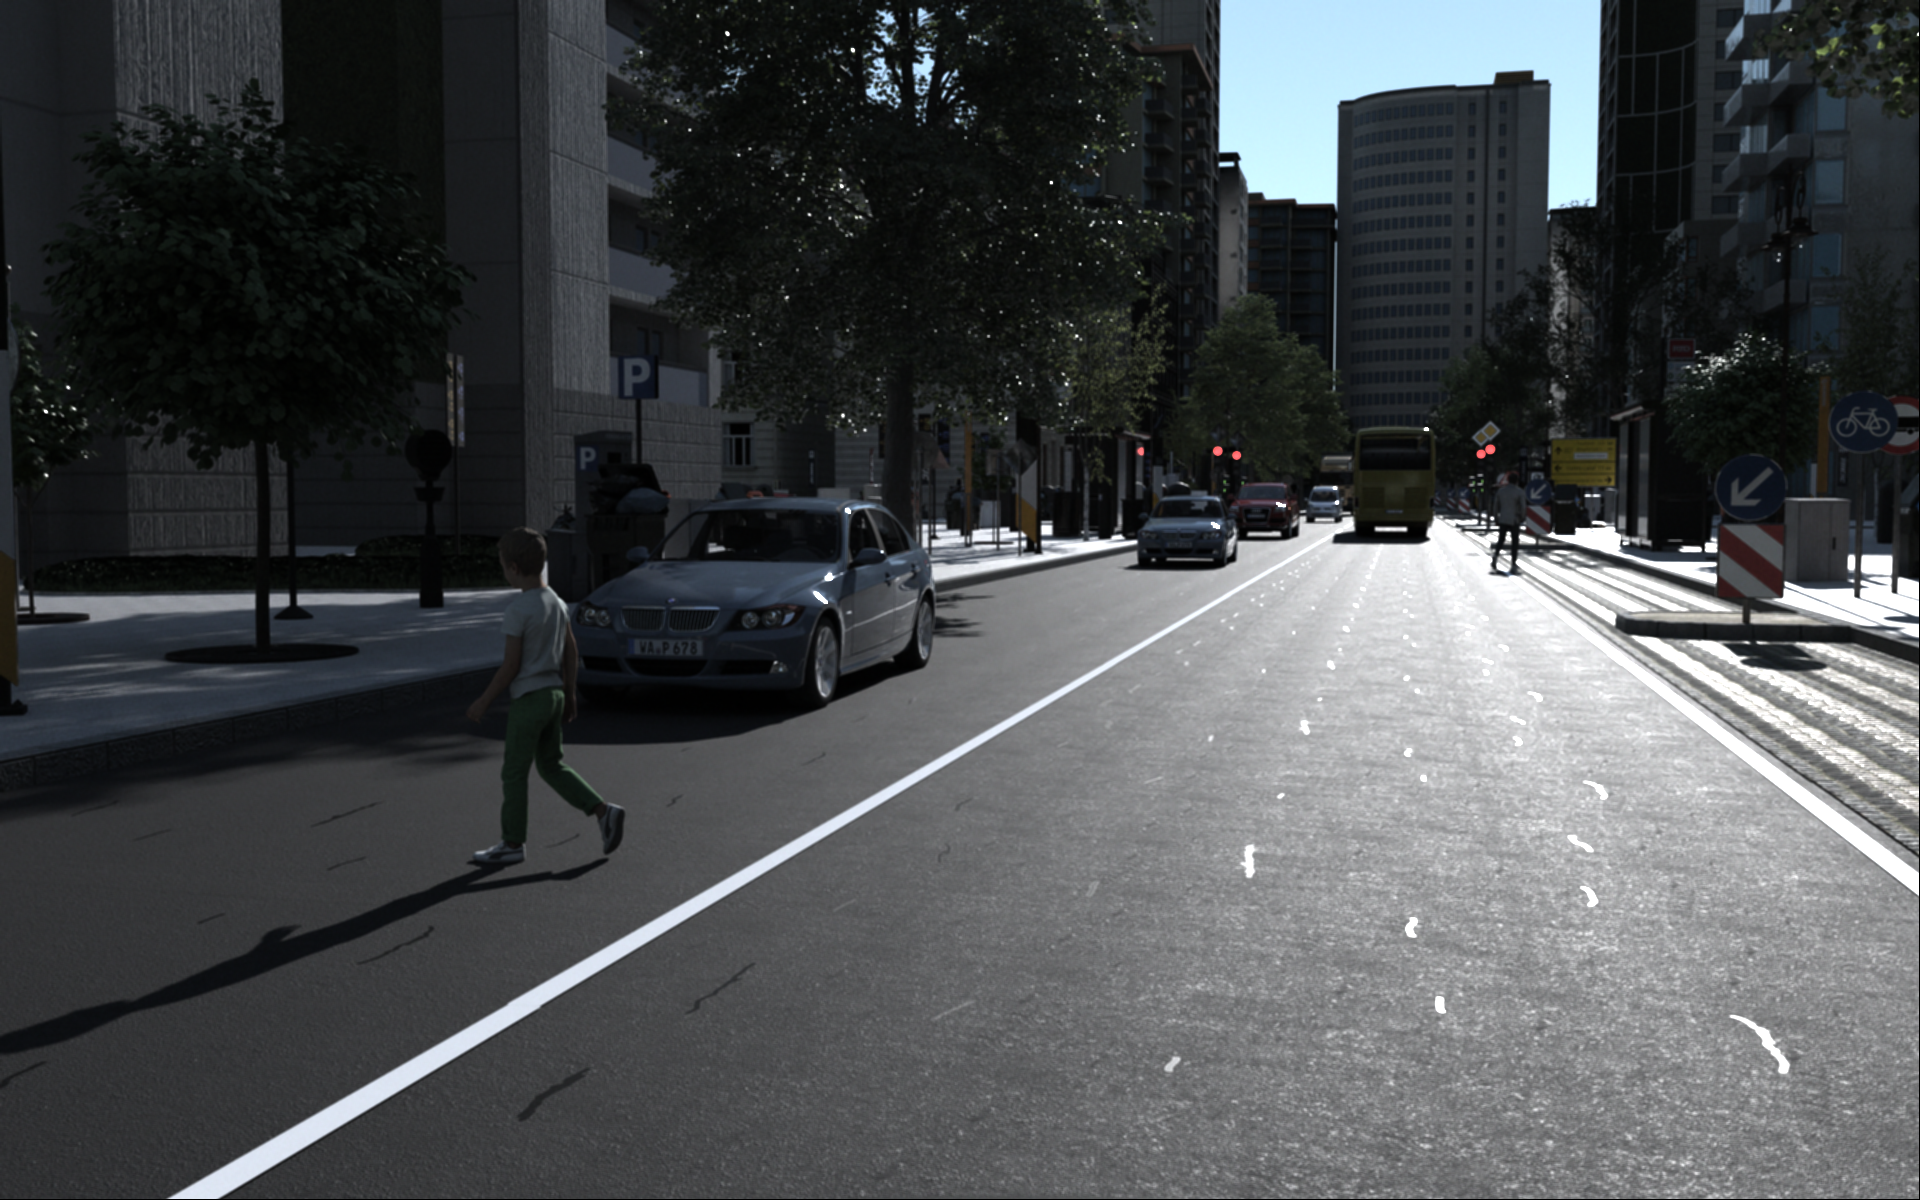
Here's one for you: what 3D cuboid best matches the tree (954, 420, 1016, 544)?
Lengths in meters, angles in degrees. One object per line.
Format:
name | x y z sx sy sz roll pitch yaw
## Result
tree | 0.885 -3.063 44.676 1.663 3.219 1.824 0 3 0

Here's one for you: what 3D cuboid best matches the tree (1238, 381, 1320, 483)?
tree | 20.075 -9.713 109.163 4.737 8.622 4.395 0 3 0

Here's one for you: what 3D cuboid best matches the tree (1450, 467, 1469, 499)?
tree | 58.591 -15.493 203.677 4.360 8.622 3.978 0 3 0

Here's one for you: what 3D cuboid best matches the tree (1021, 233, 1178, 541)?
tree | 3.694 -5.919 47.143 4.360 8.622 3.978 0 3 0

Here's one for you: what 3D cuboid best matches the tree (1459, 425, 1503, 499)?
tree | 51.817 -13.821 176.336 4.737 8.622 4.395 0 3 0

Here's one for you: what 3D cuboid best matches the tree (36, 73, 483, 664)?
tree | -5.509 -1.827 13.587 4.285 4.588 4.351 0 3 0

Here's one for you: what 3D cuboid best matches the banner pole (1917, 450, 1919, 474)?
banner pole | 39.901 -5.011 71.949 0.863 3.779 0.401 -2 4 -32

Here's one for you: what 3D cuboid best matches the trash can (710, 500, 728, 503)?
trash can | -5.848 -1.927 43.153 0.748 1.137 0.748 0 3 0

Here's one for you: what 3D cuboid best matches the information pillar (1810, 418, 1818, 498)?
information pillar | 23.155 -3.385 46.699 0.183 3.616 0.504 -1 4 -13

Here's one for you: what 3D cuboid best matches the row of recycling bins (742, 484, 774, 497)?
row of recycling bins | -9.396 -3.950 71.703 3.534 1.692 1.069 1 4 12

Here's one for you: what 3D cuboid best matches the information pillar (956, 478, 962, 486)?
information pillar | -0.051 -4.628 80.164 0.304 2.012 0.304 0 4 1

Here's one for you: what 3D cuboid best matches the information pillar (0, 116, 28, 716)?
information pillar | -5.697 -1.136 9.923 0.504 3.616 0.183 -1 4 -21

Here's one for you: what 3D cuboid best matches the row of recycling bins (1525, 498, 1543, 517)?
row of recycling bins | 28.296 -4.792 85.468 1.069 1.692 3.534 -1 4 -11

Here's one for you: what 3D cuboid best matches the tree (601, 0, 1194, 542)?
tree | -0.974 -7.410 27.812 9.857 13.997 8.962 0 3 0

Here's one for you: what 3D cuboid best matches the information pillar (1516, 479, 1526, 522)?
information pillar | 25.846 -4.607 79.809 0.304 2.012 0.304 -3 4 -36

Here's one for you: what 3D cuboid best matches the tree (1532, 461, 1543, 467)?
tree | 47.593 -9.548 139.820 4.285 4.588 4.351 0 3 0

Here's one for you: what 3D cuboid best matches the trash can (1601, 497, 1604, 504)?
trash can | 34.131 -4.964 92.813 0.748 1.137 0.748 0 3 0

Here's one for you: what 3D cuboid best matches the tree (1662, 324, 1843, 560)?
tree | 15.391 -3.052 33.608 4.285 4.588 4.351 0 3 0

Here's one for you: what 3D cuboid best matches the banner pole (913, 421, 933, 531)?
banner pole | -1.332 -4.246 59.435 0.863 3.779 0.401 0 4 -2

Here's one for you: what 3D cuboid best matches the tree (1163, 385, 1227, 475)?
tree | 14.852 -10.051 114.697 4.737 8.622 4.395 0 3 0

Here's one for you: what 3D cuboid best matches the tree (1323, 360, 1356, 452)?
tree | 25.850 -12.992 130.546 7.486 12.596 7.792 0 3 0

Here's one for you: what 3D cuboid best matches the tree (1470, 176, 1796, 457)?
tree | 19.542 -7.075 50.090 8.767 10.594 7.601 1 4 18

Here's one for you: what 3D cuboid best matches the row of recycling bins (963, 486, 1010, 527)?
row of recycling bins | 1.115 -3.762 68.622 1.069 1.692 3.534 -2 4 -31

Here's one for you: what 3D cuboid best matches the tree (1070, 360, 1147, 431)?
tree | 7.977 -8.901 95.890 4.737 8.622 4.395 0 3 0

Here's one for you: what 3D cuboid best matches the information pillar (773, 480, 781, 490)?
information pillar | -9.704 -5.352 92.004 0.304 2.012 0.304 2 4 27

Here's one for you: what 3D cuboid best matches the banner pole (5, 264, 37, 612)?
banner pole | -10.518 -1.781 19.131 0.401 3.779 0.863 -2 4 -35

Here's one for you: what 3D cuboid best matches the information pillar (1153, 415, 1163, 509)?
information pillar | 5.861 -3.661 51.216 0.183 3.616 0.504 2 4 34

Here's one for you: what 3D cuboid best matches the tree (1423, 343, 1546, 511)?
tree | 40.002 -13.143 131.891 9.611 12.733 9.660 0 3 0

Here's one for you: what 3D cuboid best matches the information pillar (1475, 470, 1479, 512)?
information pillar | 36.871 -8.075 123.382 0.183 3.616 0.504 -1 4 -14

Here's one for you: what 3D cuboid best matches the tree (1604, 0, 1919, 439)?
tree | 9.025 -6.309 9.800 9.857 13.997 8.962 0 3 0

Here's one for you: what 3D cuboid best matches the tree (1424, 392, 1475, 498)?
tree | 54.830 -16.757 192.107 7.486 12.596 7.792 0 3 0

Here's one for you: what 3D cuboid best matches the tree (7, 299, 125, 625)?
tree | -9.488 -1.392 17.357 1.663 3.219 1.824 0 3 0

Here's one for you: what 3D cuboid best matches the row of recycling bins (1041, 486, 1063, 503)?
row of recycling bins | 4.832 -4.998 88.823 1.069 1.692 3.534 1 4 21

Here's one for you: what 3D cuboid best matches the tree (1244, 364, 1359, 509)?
tree | 29.174 -14.147 148.310 9.611 12.733 9.660 0 3 0

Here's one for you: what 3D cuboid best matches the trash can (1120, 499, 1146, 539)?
trash can | 4.914 -2.299 49.244 0.748 1.137 0.748 0 3 0

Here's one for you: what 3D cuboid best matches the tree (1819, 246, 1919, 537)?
tree | 27.191 -6.155 50.999 4.737 8.622 4.395 0 3 0

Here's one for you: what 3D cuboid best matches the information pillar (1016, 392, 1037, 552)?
information pillar | 1.488 -2.871 38.292 0.504 3.616 0.183 0 4 1

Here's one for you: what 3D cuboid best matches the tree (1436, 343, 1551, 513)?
tree | 35.642 -11.618 115.705 9.928 11.665 9.643 0 3 0

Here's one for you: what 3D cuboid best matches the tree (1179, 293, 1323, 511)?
tree | 16.199 -11.024 98.369 7.486 12.596 7.792 0 3 0

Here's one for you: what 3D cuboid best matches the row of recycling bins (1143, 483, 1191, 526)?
row of recycling bins | 6.649 -3.347 61.841 3.534 1.692 1.069 -2 4 -27

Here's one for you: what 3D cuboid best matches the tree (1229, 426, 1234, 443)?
tree | 18.962 -11.257 134.415 4.737 8.622 4.395 0 3 0

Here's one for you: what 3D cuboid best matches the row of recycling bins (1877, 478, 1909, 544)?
row of recycling bins | 25.126 -2.255 43.984 1.069 1.692 3.534 -3 4 -36

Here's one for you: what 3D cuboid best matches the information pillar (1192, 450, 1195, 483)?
information pillar | 12.526 -6.214 92.960 0.183 3.616 0.504 0 4 0

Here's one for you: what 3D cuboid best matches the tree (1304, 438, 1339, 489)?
tree | 38.570 -14.263 183.564 4.360 8.622 3.978 0 3 0

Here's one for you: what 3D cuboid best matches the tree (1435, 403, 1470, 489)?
tree | 28.810 -9.369 87.599 7.601 10.594 8.767 -2 4 -31

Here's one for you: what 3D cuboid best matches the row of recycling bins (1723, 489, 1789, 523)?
row of recycling bins | 34.427 -4.148 74.938 1.069 1.692 3.534 -1 4 -15
